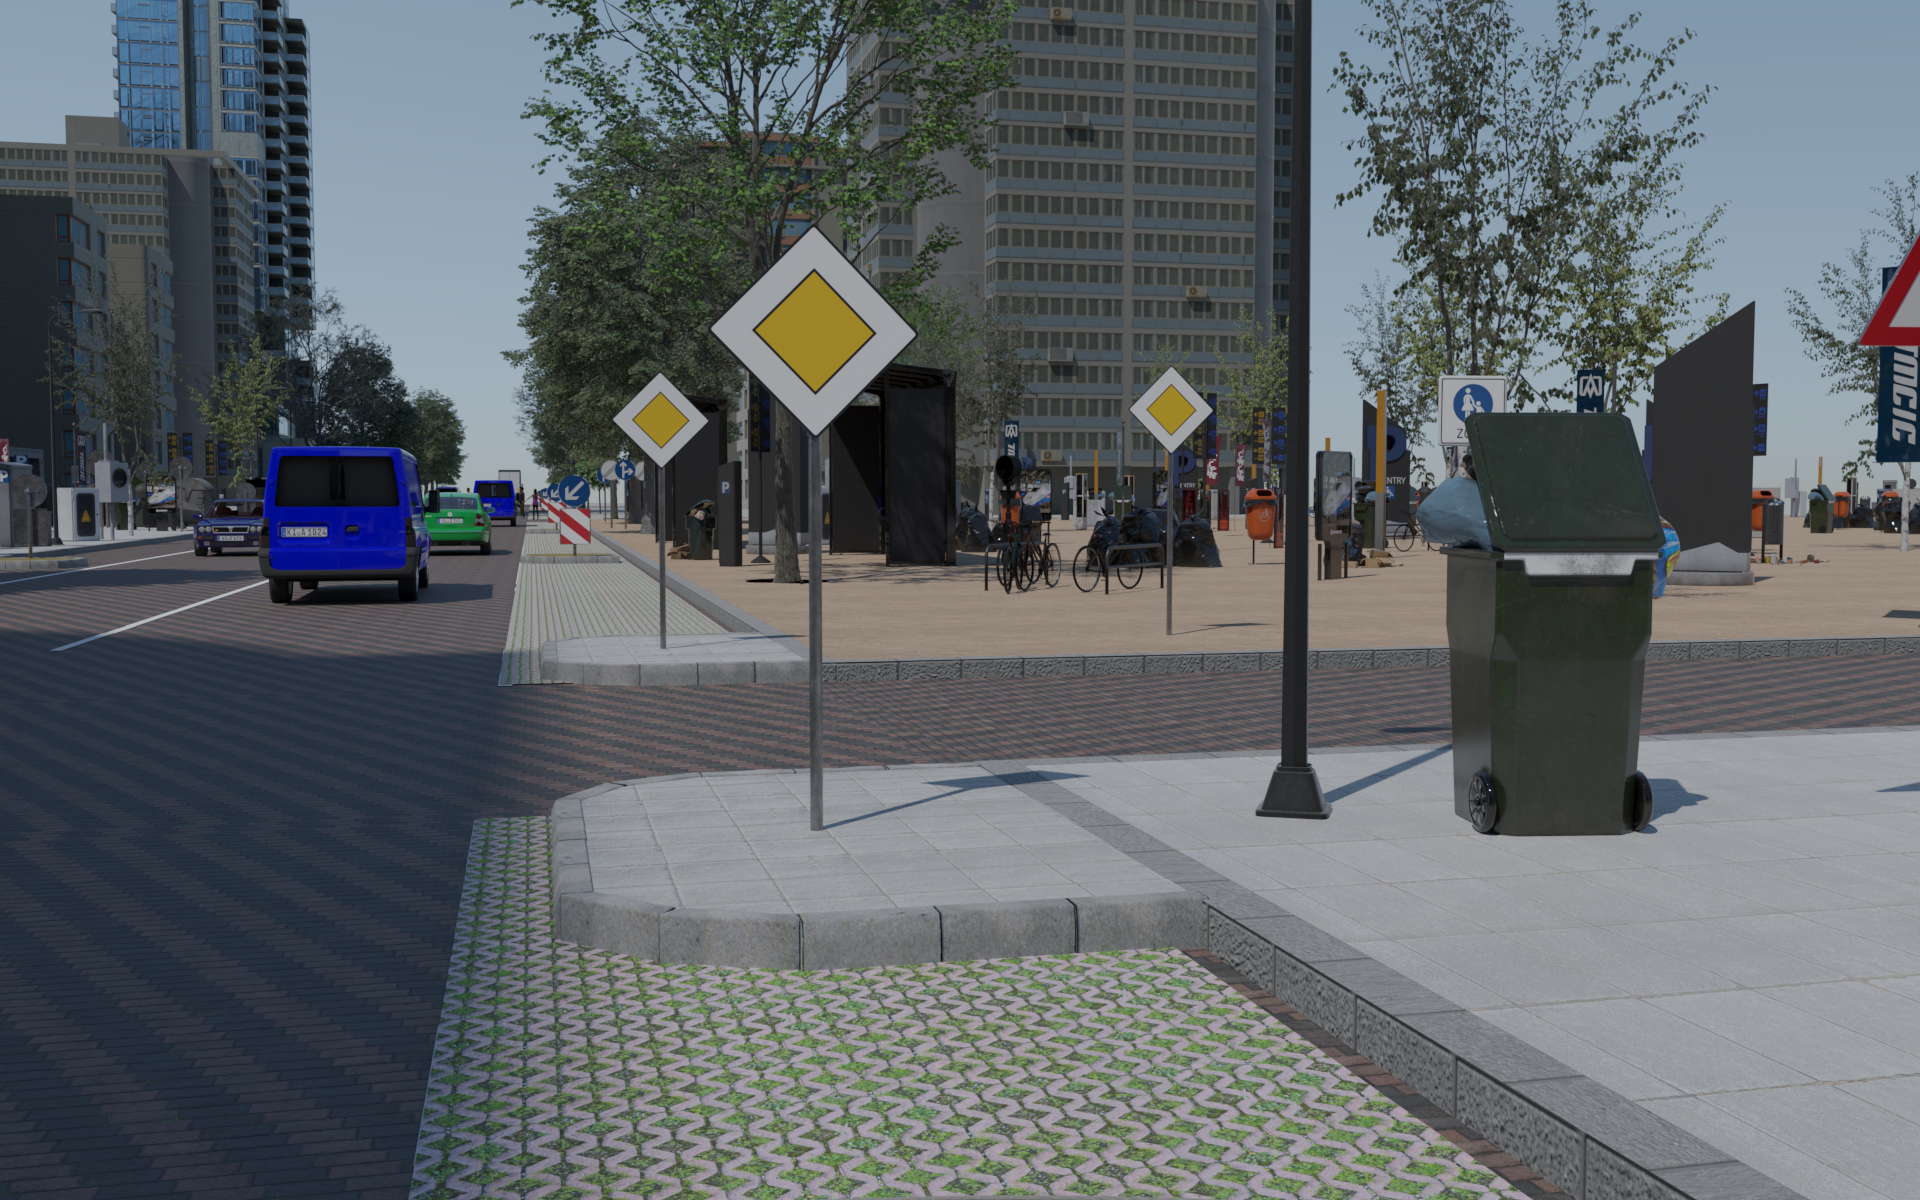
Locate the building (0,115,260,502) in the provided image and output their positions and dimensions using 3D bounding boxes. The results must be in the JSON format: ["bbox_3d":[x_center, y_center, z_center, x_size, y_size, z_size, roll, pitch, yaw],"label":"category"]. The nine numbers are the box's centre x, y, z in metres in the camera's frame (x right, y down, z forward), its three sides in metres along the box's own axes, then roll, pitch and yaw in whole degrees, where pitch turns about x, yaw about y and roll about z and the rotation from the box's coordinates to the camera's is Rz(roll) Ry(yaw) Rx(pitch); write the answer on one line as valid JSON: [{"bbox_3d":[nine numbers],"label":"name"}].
[{"bbox_3d":[-88.482,-30.031,182.889,32.217,40.220,23.993,-1,4,-14],"label":"building"}]

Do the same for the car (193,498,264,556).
[{"bbox_3d":[-17.126,-1.754,41.253,1.945,1.354,3.894,-1,4,-16],"label":"car"}]

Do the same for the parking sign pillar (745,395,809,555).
[{"bbox_3d":[-3.900,-2.983,37.241,1.447,3.967,1.447,2,4,25],"label":"parking sign pillar"}]

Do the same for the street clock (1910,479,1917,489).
[{"bbox_3d":[44.870,-4.724,81.811,0.471,2.002,0.358,0,3,0],"label":"street clock"}]

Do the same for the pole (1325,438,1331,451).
[{"bbox_3d":[13.268,-4.203,62.563,0.158,3.312,0.155,0,3,0],"label":"pole"}]

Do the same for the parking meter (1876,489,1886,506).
[{"bbox_3d":[42.634,-4.389,80.171,0.372,1.533,0.369,0,3,0],"label":"parking meter"}]

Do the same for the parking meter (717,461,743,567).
[{"bbox_3d":[-4.071,-1.525,30.638,0.399,1.863,0.255,2,4,33],"label":"parking meter"}]

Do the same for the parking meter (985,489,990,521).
[{"bbox_3d":[1.356,-4.498,81.946,0.372,1.533,0.369,0,3,0],"label":"parking meter"}]

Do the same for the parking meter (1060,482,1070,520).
[{"bbox_3d":[5.141,-4.835,84.765,0.399,1.863,0.255,2,4,31],"label":"parking meter"}]

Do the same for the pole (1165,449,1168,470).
[{"bbox_3d":[8.208,-4.562,68.437,0.158,3.312,0.155,0,3,0],"label":"pole"}]

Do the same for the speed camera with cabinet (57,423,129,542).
[{"bbox_3d":[-23.851,-3.260,47.641,0.660,3.252,2.038,1,4,18],"label":"speed camera with cabinet"}]

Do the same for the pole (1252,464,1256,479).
[{"bbox_3d":[13.683,-5.309,80.638,0.158,3.312,0.155,0,3,0],"label":"pole"}]

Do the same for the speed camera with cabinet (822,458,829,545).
[{"bbox_3d":[-3.367,-3.049,44.189,0.660,3.252,2.038,1,4,23],"label":"speed camera with cabinet"}]

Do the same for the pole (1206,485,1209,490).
[{"bbox_3d":[10.814,-5.015,75.836,0.158,3.312,0.155,0,3,0],"label":"pole"}]

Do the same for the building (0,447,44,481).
[{"bbox_3d":[-59.461,-39.673,86.909,20.563,71.187,20.611,-1,4,-14],"label":"building"}]

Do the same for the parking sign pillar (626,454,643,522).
[{"bbox_3d":[-14.844,-5.630,80.530,1.447,3.967,1.447,-2,4,-28],"label":"parking sign pillar"}]

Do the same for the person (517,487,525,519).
[{"bbox_3d":[-25.561,-5.676,100.938,0.705,1.869,1.348,-2,4,-28],"label":"person"}]

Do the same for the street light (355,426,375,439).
[{"bbox_3d":[-40.569,-8.900,118.063,1.470,5.913,1.316,-1,4,-14],"label":"street light"}]

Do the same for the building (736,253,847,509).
[{"bbox_3d":[-2.652,-18.078,140.619,27.650,21.520,28.899,-1,4,-14],"label":"building"}]

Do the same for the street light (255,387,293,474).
[{"bbox_3d":[-29.965,-6.286,75.313,1.470,5.913,1.316,-1,4,-14],"label":"street light"}]

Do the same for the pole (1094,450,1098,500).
[{"bbox_3d":[6.374,-5.330,80.985,0.158,3.312,0.155,0,3,0],"label":"pole"}]

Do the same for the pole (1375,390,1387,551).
[{"bbox_3d":[8.298,-2.465,34.138,0.158,3.312,0.155,0,3,0],"label":"pole"}]

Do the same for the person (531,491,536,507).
[{"bbox_3d":[-45.694,-10.846,185.920,0.705,1.812,1.348,0,4,5],"label":"person"}]

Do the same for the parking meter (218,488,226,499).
[{"bbox_3d":[-31.633,-4.026,74.229,0.372,1.533,0.369,0,3,0],"label":"parking meter"}]

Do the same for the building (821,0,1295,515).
[{"bbox_3d":[5.639,-25.873,114.901,32.217,40.220,23.993,-1,4,-14],"label":"building"}]

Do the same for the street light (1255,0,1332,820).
[{"bbox_3d":[0.819,-2.088,6.680,1.470,5.913,1.316,-1,4,-14],"label":"street light"}]

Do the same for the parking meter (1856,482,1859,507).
[{"bbox_3d":[43.521,-4.809,84.344,0.399,1.863,0.255,-2,4,-35],"label":"parking meter"}]

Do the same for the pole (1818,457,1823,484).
[{"bbox_3d":[46.823,-6.144,94.304,0.158,3.312,0.155,0,3,0],"label":"pole"}]

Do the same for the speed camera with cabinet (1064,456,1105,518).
[{"bbox_3d":[6.418,-5.798,89.138,2.038,3.252,0.660,1,4,20],"label":"speed camera with cabinet"}]

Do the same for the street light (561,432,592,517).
[{"bbox_3d":[-21.638,-7.678,98.069,1.470,5.913,1.316,-1,4,-14],"label":"street light"}]

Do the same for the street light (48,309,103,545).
[{"bbox_3d":[-22.187,-4.339,43.487,1.470,5.913,1.316,-1,4,-14],"label":"street light"}]

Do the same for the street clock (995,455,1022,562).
[{"bbox_3d":[0.899,-1.684,32.110,0.471,2.002,0.358,3,5,44],"label":"street clock"}]

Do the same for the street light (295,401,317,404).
[{"bbox_3d":[-32.716,-6.955,86.255,1.470,5.913,1.316,-1,4,-14],"label":"street light"}]

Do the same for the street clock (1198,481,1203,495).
[{"bbox_3d":[13.224,-5.563,95.520,0.471,2.002,0.358,2,4,28],"label":"street clock"}]

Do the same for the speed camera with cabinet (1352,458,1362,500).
[{"bbox_3d":[21.010,-6.124,94.471,2.038,3.252,0.660,-1,4,-21],"label":"speed camera with cabinet"}]

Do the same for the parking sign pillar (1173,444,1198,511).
[{"bbox_3d":[9.885,-5.404,76.831,1.447,3.967,1.447,-1,4,-9],"label":"parking sign pillar"}]

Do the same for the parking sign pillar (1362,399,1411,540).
[{"bbox_3d":[12.144,-3.725,49.371,1.447,3.967,1.447,-1,4,-10],"label":"parking sign pillar"}]

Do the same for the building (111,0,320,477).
[{"bbox_3d":[-89.526,-54.851,209.485,22.319,86.520,31.000,-1,4,-14],"label":"building"}]

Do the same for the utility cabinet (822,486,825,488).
[{"bbox_3d":[-3.744,-2.342,46.964,1.173,1.500,0.318,-2,4,-24],"label":"utility cabinet"}]

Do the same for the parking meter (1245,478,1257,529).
[{"bbox_3d":[10.600,-3.508,63.072,0.399,1.863,0.255,-1,4,-21],"label":"parking meter"}]

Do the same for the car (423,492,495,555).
[{"bbox_3d":[-12.285,-2.030,41.992,1.959,1.807,4.718,-1,4,-14],"label":"car"}]

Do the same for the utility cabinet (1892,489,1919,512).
[{"bbox_3d":[41.770,-4.138,76.341,1.173,1.500,0.318,3,5,42],"label":"utility cabinet"}]

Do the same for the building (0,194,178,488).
[{"bbox_3d":[-68.395,-16.308,111.682,27.650,21.520,28.899,-1,4,-14],"label":"building"}]

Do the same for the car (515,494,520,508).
[{"bbox_3d":[-47.966,-10.803,185.426,1.959,1.807,4.718,-1,4,-13],"label":"car"}]

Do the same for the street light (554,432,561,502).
[{"bbox_3d":[-29.480,-9.623,129.880,1.470,5.913,1.316,-1,4,-14],"label":"street light"}]

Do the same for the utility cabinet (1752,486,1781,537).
[{"bbox_3d":[23.302,-2.565,50.612,1.173,1.500,0.318,2,4,30],"label":"utility cabinet"}]

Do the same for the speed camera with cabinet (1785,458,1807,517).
[{"bbox_3d":[46.474,-6.236,96.288,0.660,3.252,2.038,3,5,43],"label":"speed camera with cabinet"}]

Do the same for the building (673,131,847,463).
[{"bbox_3d":[-23.545,-34.169,213.293,22.147,44.769,28.867,-1,4,-14],"label":"building"}]

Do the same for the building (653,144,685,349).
[{"bbox_3d":[-30.784,-37.536,237.414,21.300,48.544,21.600,-1,4,-14],"label":"building"}]

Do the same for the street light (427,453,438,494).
[{"bbox_3d":[-60.380,-13.798,198.143,1.470,5.913,1.316,-1,4,-14],"label":"street light"}]

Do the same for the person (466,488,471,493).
[{"bbox_3d":[-28.788,-5.674,101.367,0.705,1.812,1.348,2,4,28],"label":"person"}]

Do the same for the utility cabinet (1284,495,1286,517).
[{"bbox_3d":[18.645,-5.253,97.048,1.020,1.237,0.306,1,4,23],"label":"utility cabinet"}]

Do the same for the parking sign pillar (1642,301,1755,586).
[{"bbox_3d":[10.589,-2.215,24.695,1.447,3.967,1.447,2,4,31],"label":"parking sign pillar"}]

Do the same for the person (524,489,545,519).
[{"bbox_3d":[-24.020,-5.426,97.891,1.217,1.739,0.721,-2,4,-31],"label":"person"}]

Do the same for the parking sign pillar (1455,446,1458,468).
[{"bbox_3d":[21.678,-5.222,73.844,1.447,3.967,1.447,-1,4,-9],"label":"parking sign pillar"}]

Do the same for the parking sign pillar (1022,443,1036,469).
[{"bbox_3d":[3.614,-6.244,90.565,1.447,3.967,1.447,-1,4,-13],"label":"parking sign pillar"}]

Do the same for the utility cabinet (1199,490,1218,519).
[{"bbox_3d":[12.786,-4.930,89.285,0.318,1.500,1.173,-2,4,-32],"label":"utility cabinet"}]
